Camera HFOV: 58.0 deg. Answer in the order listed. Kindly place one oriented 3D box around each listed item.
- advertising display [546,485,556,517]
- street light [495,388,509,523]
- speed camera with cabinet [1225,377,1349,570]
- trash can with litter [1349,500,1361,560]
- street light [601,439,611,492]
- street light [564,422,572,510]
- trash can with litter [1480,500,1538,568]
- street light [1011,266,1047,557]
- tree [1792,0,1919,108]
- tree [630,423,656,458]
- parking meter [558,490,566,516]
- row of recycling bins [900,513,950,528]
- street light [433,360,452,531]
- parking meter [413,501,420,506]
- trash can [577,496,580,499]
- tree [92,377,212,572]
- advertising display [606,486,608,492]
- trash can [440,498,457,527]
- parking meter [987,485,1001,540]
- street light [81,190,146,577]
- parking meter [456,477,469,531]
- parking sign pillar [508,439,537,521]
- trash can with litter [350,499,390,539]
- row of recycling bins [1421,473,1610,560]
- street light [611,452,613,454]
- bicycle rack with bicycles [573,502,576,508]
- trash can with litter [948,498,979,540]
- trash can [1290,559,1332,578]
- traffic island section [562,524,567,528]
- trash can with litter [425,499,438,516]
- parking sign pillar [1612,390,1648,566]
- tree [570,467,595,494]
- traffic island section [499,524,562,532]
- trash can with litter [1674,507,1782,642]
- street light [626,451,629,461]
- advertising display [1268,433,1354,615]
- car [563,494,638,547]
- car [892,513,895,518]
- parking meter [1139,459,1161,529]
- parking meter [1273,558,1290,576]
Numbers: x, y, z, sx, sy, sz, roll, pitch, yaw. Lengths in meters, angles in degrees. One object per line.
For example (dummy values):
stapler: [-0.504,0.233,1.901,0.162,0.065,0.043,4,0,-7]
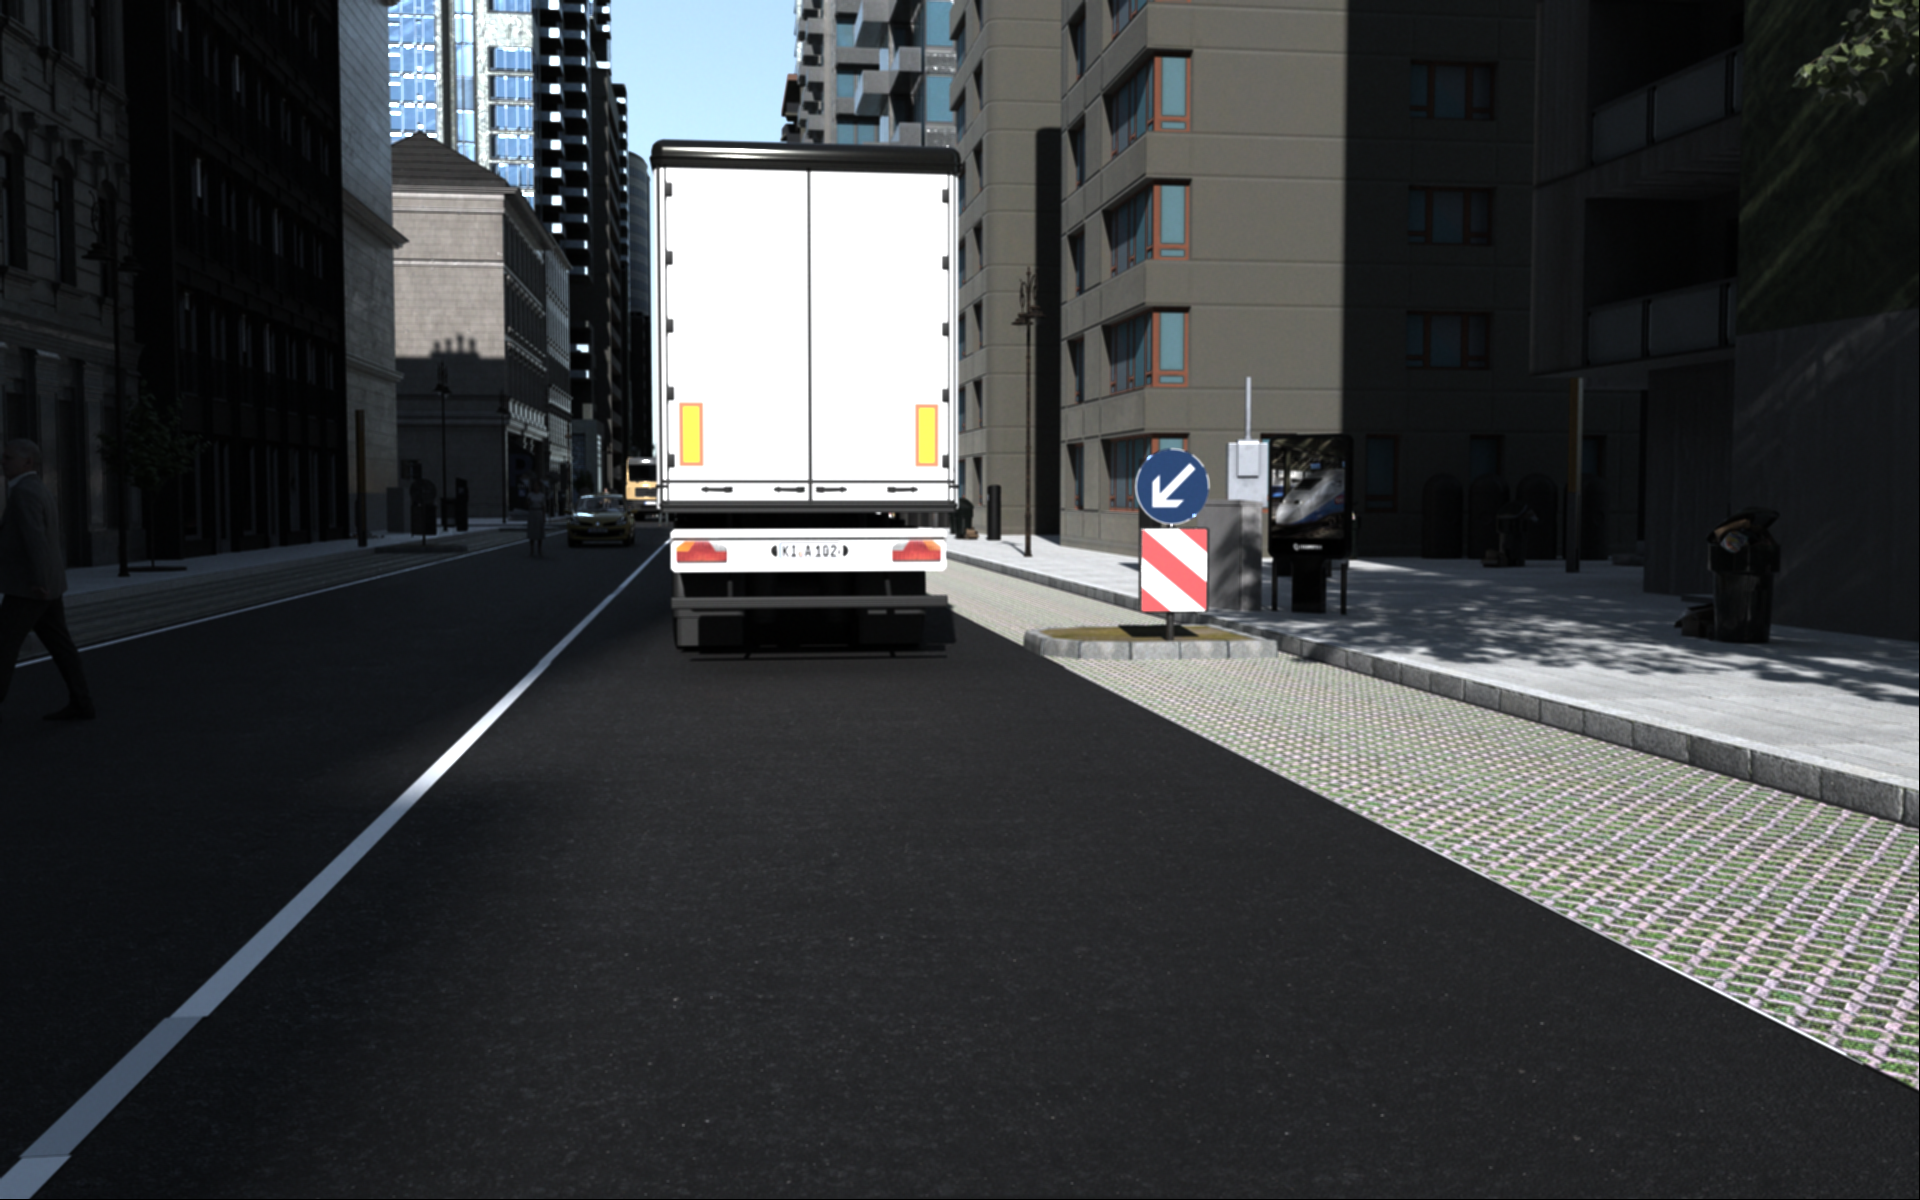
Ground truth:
advertising display: [-22.673,-5.553,96.013,0.123,1.923,0.974,-3,4,-37]
street light: [-19.971,-6.295,75.719,0.468,5.910,1.993,0,4,-8]
speed camera with cabinet: [5.575,-2.151,29.509,2.038,3.252,0.660,0,4,4]
trash can with litter: [7.290,-1.374,33.845,1.055,1.170,0.624,2,4,33]
street light: [-29.274,-10.382,142.531,0.468,5.910,1.993,0,4,-8]
street light: [-24.569,-8.318,108.792,0.468,5.910,1.993,0,4,-8]
trash can with litter: [9.655,-1.169,30.500,1.055,1.170,0.624,-3,5,-44]
street light: [1.396,-3.827,35.359,0.468,5.910,1.993,0,4,-8]
tree: [6.338,-5.459,7.384,7.486,12.596,7.792,0,3,0]
tree: [-41.540,-17.768,224.926,8.767,10.594,7.601,0,4,-7]
parking meter: [-26.583,-6.579,115.978,0.372,1.533,0.369,0,3,0]
row of recycling bins: [-1.313,-3.666,67.053,1.069,1.692,3.534,-3,4,-37]
street light: [-17.882,-5.335,60.007,0.468,5.910,1.993,0,4,-8]
parking meter: [-19.204,-3.224,61.125,0.372,1.533,0.369,0,3,0]
trash can: [-25.837,-6.544,118.645,0.748,1.137,0.748,0,3,0]
tree: [-13.674,-2.102,28.970,1.663,3.219,1.824,0,3,0]
advertising display: [-29.728,-8.607,145.935,0.123,1.923,0.974,-1,4,-11]
trash can: [-19.827,-3.398,67.215,0.748,1.137,0.748,0,3,0]
parking meter: [0.949,-2.429,48.122,0.372,1.533,0.369,0,3,0]
street light: [-13.010,-3.302,26.770,0.468,5.910,1.993,0,4,-8]
parking meter: [-17.289,-3.331,60.179,0.399,1.863,0.255,0,4,-6]
parking sign pillar: [-21.154,-5.827,83.741,1.447,3.967,1.447,0,4,-3]
trash can with litter: [-17.322,-2.417,50.568,1.678,1.210,2.233,0,4,-6]
row of recycling bins: [10.928,-1.654,34.154,3.534,1.692,1.069,1,4,17]
street light: [-30.458,-10.878,150.646,0.468,5.910,1.993,0,4,-8]
bicycle rack with bicycles: [-31.589,-7.784,140.652,2.852,0.926,2.925,1,4,14]
trash can with litter: [0.245,-2.315,49.236,0.624,1.170,1.055,-2,4,-26]
trash can: [5.187,-0.852,25.586,0.748,1.137,0.748,0,3,0]
traffic island section: [-17.776,-3.225,75.004,2.009,0.180,2.903,0,4,-8]
trash can with litter: [-22.991,-3.855,74.413,1.055,1.170,0.624,-1,4,-18]
parking sign pillar: [12.550,-2.612,31.172,1.447,3.967,1.447,2,4,30]
tree: [-27.607,-8.210,128.831,1.663,3.219,1.824,0,3,0]
traffic island section: [-16.661,-2.741,67.097,2.009,0.180,2.903,0,4,-8]
trash can with litter: [6.706,-0.237,15.269,0.624,1.170,1.055,-1,4,-13]
street light: [-35.169,-12.905,183.791,0.468,5.910,1.993,0,4,-8]
advertising display: [3.776,-0.825,18.697,0.974,1.923,0.123,3,5,42]
car: [-10.025,-2.340,48.486,2.015,1.641,3.980,-1,4,-8]
car: [-0.941,-3.940,74.636,3.980,1.641,2.015,-1,4,-8]
parking meter: [3.156,-1.408,28.733,0.255,1.863,0.399,2,4,32]
parking meter: [5.090,-1.143,27.101,0.372,1.533,0.369,0,3,0]
